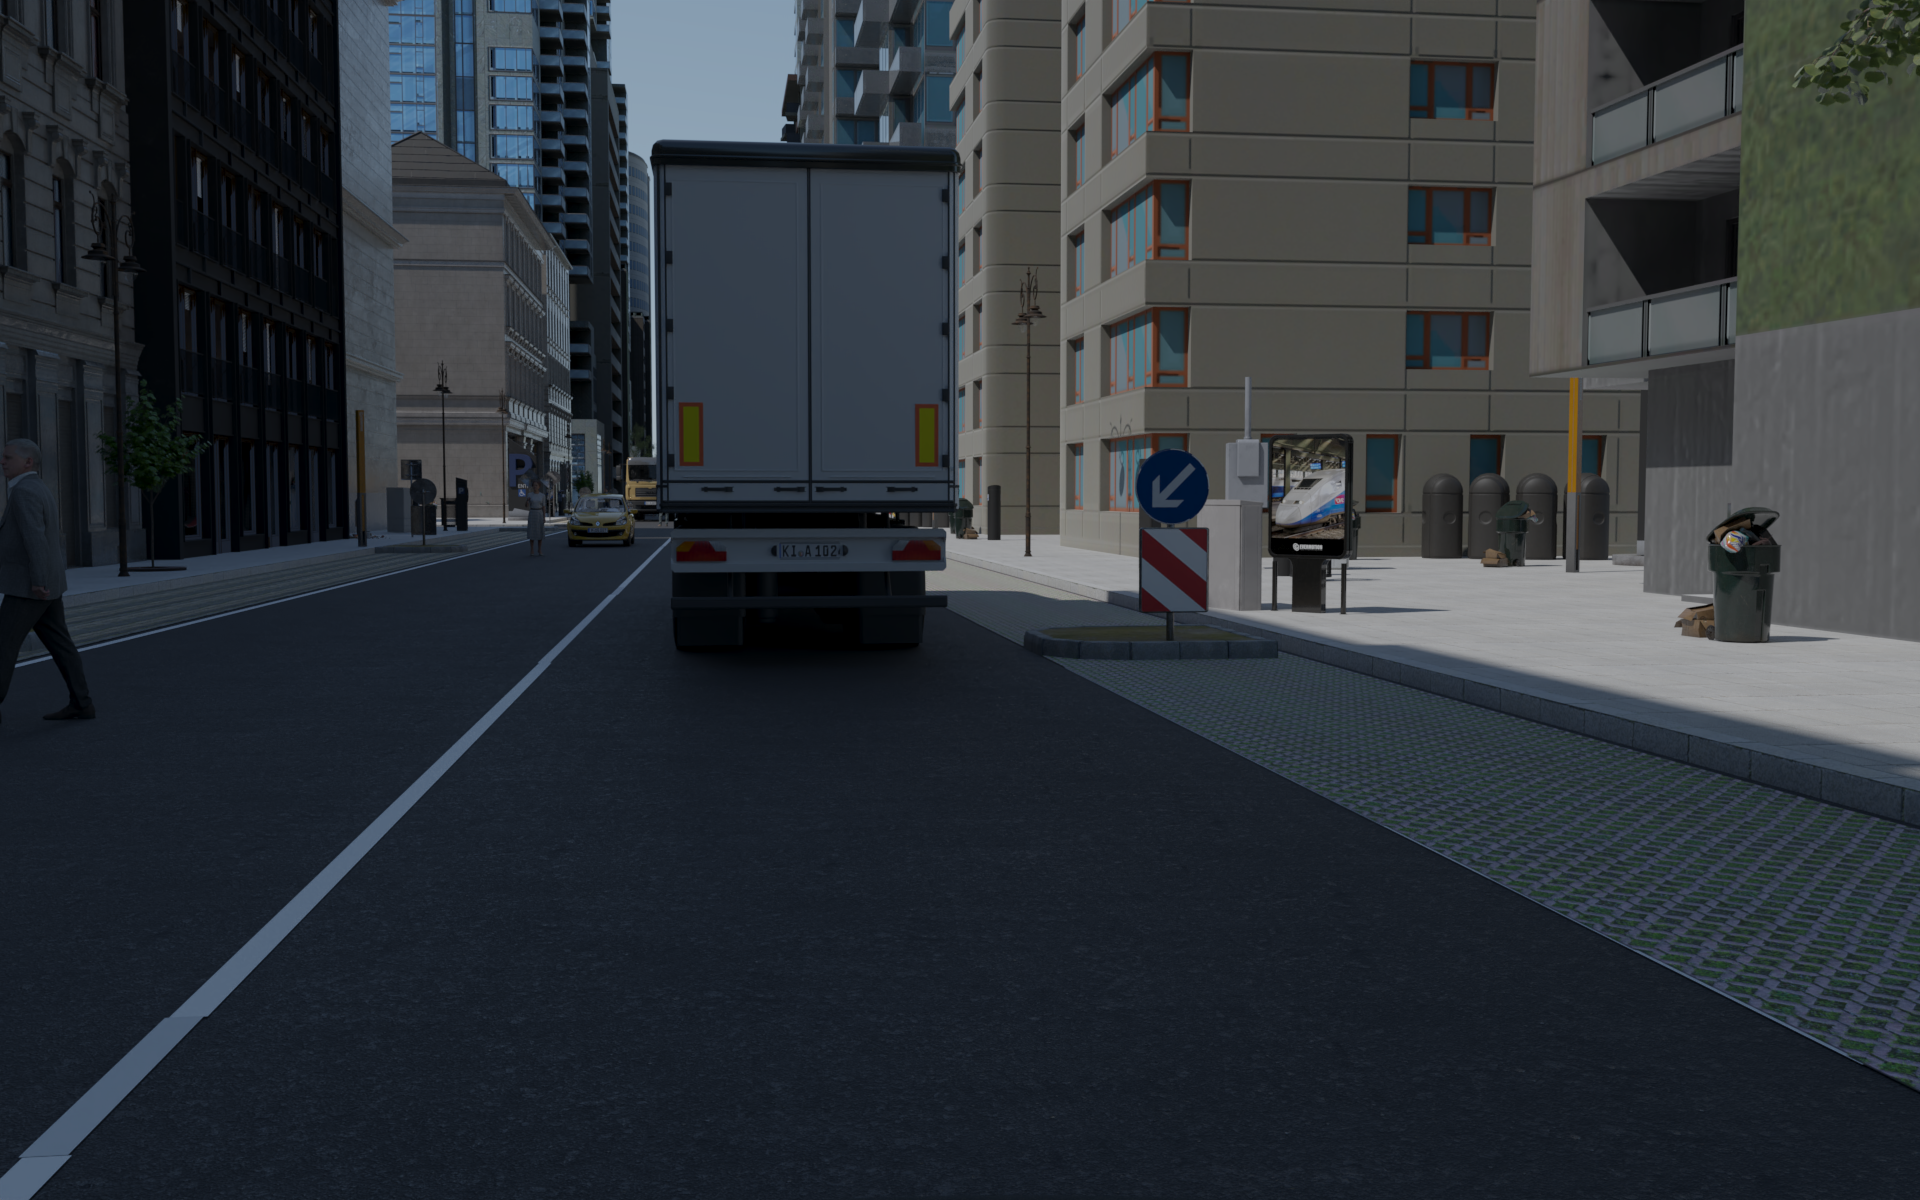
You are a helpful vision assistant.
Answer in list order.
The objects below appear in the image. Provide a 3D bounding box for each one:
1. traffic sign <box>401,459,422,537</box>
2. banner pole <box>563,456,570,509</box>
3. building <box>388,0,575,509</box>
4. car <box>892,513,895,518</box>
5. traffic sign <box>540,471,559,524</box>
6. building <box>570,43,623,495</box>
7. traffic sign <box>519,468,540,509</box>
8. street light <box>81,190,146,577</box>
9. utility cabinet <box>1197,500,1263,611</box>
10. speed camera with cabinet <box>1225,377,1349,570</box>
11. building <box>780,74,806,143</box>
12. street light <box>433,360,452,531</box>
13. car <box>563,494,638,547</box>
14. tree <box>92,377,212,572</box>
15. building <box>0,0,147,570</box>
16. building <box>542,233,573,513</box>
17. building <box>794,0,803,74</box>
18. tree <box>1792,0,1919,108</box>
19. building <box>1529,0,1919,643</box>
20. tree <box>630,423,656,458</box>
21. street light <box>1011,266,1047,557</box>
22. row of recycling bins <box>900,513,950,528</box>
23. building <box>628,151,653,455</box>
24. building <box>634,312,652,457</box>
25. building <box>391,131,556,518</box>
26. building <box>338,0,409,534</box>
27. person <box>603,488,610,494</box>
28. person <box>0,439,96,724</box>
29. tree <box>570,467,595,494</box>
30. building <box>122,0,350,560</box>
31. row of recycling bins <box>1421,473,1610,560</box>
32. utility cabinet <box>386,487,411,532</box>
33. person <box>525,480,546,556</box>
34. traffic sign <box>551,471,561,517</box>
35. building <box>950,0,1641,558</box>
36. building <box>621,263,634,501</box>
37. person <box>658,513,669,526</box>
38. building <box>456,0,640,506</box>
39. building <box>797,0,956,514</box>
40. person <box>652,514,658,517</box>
[{"bbox_3d":[-16.227,-3.005,51.260,0.606,2.300,0.079,0,4,-7],"label":"traffic sign"},{"bbox_3d":[-26.041,-7.625,114.680,0.401,3.779,0.863,1,4,22],"label":"banner pole"},{"bbox_3d":[-44.529,-51.875,160.827,22.319,86.520,31.000,0,4,-8],"label":"building"},{"bbox_3d":[-0.941,-3.940,74.636,3.980,1.641,2.015,-1,4,-8],"label":"car"},{"bbox_3d":[-17.754,-4.361,74.946,0.795,2.450,0.064,0,4,-8],"label":"traffic sign"},{"bbox_3d":[-48.261,-34.530,188.259,21.300,48.544,21.600,0,4,-8],"label":"building"},{"bbox_3d":[-16.638,-3.877,67.039,0.795,2.450,0.064,0,4,-8],"label":"traffic sign"},{"bbox_3d":[-13.010,-3.302,26.770,0.468,5.910,1.993,0,4,-8],"label":"street light"},{"bbox_3d":[3.026,-0.508,19.470,0.306,1.237,1.020,-1,4,-20],"label":"utility cabinet"},{"bbox_3d":[5.575,-2.151,29.509,2.038,3.252,0.660,0,4,4],"label":"speed camera with cabinet"},{"bbox_3d":[-7.347,-32.201,181.111,22.147,44.769,28.867,0,4,-8],"label":"building"},{"bbox_3d":[-17.882,-5.335,60.007,0.468,5.910,1.993,0,4,-8],"label":"street light"},{"bbox_3d":[-10.025,-2.340,48.486,2.015,1.641,3.980,-1,4,-8],"label":"car"},{"bbox_3d":[-13.674,-2.102,28.970,1.663,3.219,1.824,0,3,0],"label":"tree"},{"bbox_3d":[-19.015,-10.642,23.150,9.793,20.994,18.267,0,4,-8],"label":"building"},{"bbox_3d":[-33.197,-16.769,123.316,9.793,20.994,18.267,0,4,-8],"label":"building"},{"bbox_3d":[-11.092,-54.894,210.181,22.319,86.520,31.000,0,4,-8],"label":"building"},{"bbox_3d":[6.338,-5.459,7.384,7.486,12.596,7.792,0,3,0],"label":"tree"},{"bbox_3d":[14.593,-20.524,19.165,14.154,41.232,14.086,0,4,-8],"label":"building"},{"bbox_3d":[-41.540,-17.768,224.926,8.767,10.594,7.601,0,4,-7],"label":"tree"},{"bbox_3d":[1.396,-3.827,35.359,0.468,5.910,1.993,0,4,-8],"label":"street light"},{"bbox_3d":[-1.313,-3.666,67.053,1.069,1.692,3.534,-3,4,-37],"label":"row of recycling bins"},{"bbox_3d":[-62.733,-45.724,289.577,21.231,58.520,28.212,0,4,-8],"label":"building"},{"bbox_3d":[-55.266,-30.424,269.138,14.160,30.474,14.107,0,4,-8],"label":"building"},{"bbox_3d":[-29.029,-14.861,93.890,10.553,20.767,40.483,0,4,-8],"label":"building"},{"bbox_3d":[-31.172,-16.472,56.702,23.554,28.519,14.401,0,4,-8],"label":"building"},{"bbox_3d":[-23.159,-6.406,113.148,0.836,1.842,0.656,3,4,38],"label":"person"},{"bbox_3d":[-5.888,-0.117,10.815,0.834,1.777,0.661,-2,4,-29],"label":"person"},{"bbox_3d":[-27.607,-8.210,128.831,1.663,3.219,1.824,0,3,0],"label":"tree"},{"bbox_3d":[-22.386,-12.864,39.998,12.332,23.373,15.834,0,4,-8],"label":"building"},{"bbox_3d":[10.928,-1.654,34.154,3.534,1.692,1.069,1,4,17],"label":"row of recycling bins"},{"bbox_3d":[-18.566,-2.979,57.377,0.318,1.500,1.173,-3,5,-45],"label":"utility cabinet"},{"bbox_3d":[-9.874,-1.911,40.313,0.480,1.755,0.524,-1,4,-23],"label":"person"},{"bbox_3d":[-22.317,-5.810,95.106,0.768,2.556,0.104,0,4,-1],"label":"traffic sign"},{"bbox_3d":[15.332,-12.539,50.057,27.650,21.520,28.899,0,4,-8],"label":"building"},{"bbox_3d":[-47.011,-26.635,207.185,14.160,30.474,14.107,0,4,-8],"label":"building"},{"bbox_3d":[-13.178,-4.182,77.053,0.661,1.801,0.590,-2,4,-27],"label":"person"},{"bbox_3d":[-56.659,-56.992,244.498,22.319,86.520,31.000,0,4,-8],"label":"building"},{"bbox_3d":[-1.256,-31.620,136.602,23.786,49.044,30.456,0,4,-8],"label":"building"},{"bbox_3d":[-19.093,-5.765,107.780,0.505,1.210,0.382,-2,4,-30],"label":"person"}]
